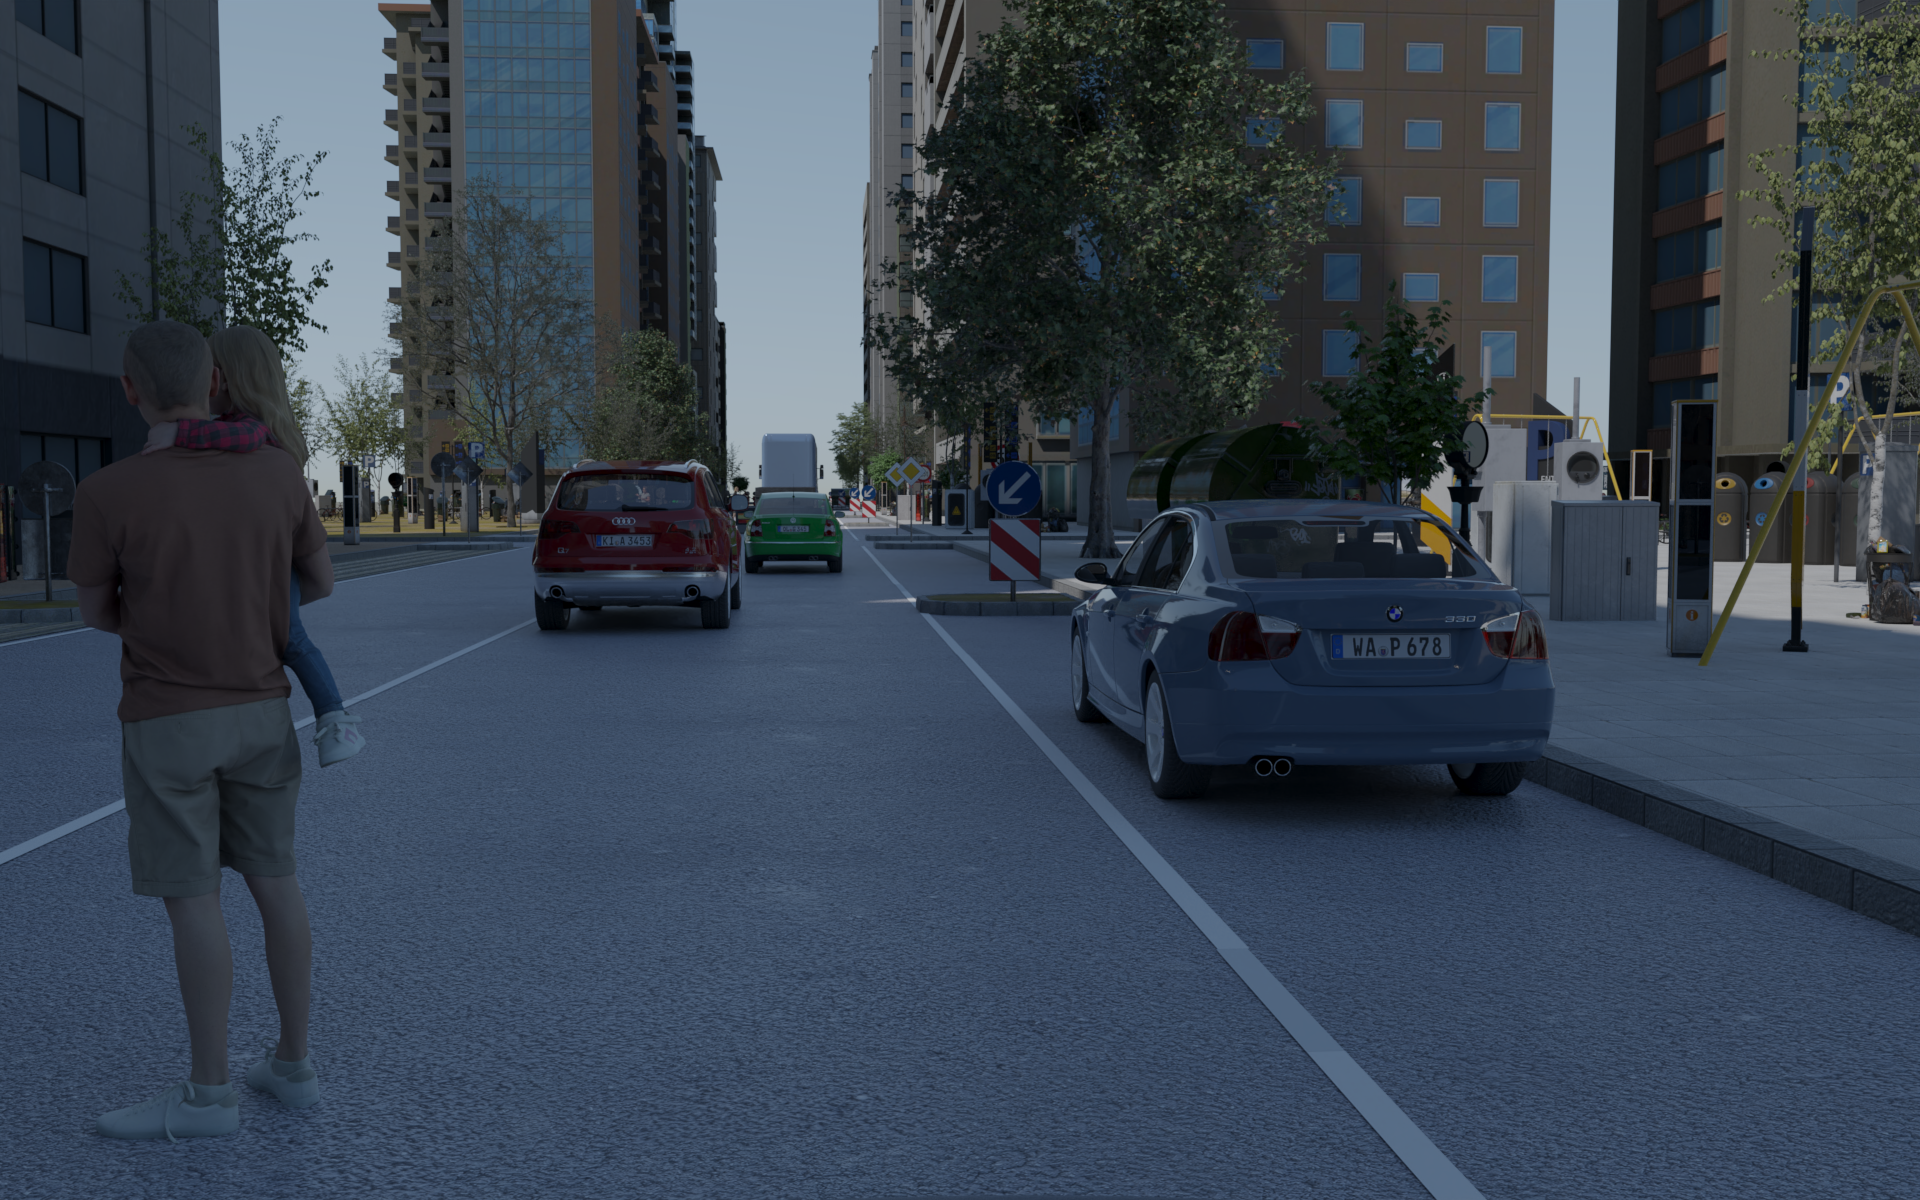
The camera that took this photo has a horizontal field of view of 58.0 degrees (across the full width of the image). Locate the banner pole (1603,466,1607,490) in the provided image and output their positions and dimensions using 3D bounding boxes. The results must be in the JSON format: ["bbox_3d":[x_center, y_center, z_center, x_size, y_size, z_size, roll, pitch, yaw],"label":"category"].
[{"bbox_3d":[49.776,-8.805,133.971,0.863,3.779,0.401,0,4,1],"label":"banner pole"}]

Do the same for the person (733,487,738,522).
[{"bbox_3d":[-11.808,-4.924,89.218,0.699,1.804,1.509,3,4,36],"label":"person"}]

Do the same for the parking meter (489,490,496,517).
[{"bbox_3d":[-26.372,-5.465,97.761,0.372,1.533,0.369,0,3,0],"label":"parking meter"}]

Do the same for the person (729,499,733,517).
[{"bbox_3d":[-8.699,-3.190,65.340,0.352,1.250,0.332,-3,4,-36],"label":"person"}]

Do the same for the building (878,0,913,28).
[{"bbox_3d":[1.673,-39.513,188.030,21.231,58.520,28.212,0,4,-5],"label":"building"}]

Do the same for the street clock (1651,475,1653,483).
[{"bbox_3d":[22.825,-3.254,57.766,0.471,2.002,0.358,1,4,14],"label":"street clock"}]

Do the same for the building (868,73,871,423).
[{"bbox_3d":[-1.478,-42.120,230.658,21.231,58.520,28.212,0,4,-5],"label":"building"}]

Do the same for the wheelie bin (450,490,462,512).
[{"bbox_3d":[-36.254,-7.157,124.932,0.693,1.594,0.980,2,4,31],"label":"wheelie bin"}]

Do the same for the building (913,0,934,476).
[{"bbox_3d":[10.127,-34.107,146.883,28.713,52.752,27.495,0,4,-5],"label":"building"}]

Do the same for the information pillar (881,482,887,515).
[{"bbox_3d":[-4.611,-6.158,105.170,0.304,2.012,0.304,-1,4,-14],"label":"information pillar"}]

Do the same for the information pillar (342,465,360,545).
[{"bbox_3d":[-15.300,-2.387,43.513,0.304,2.012,0.304,0,4,4],"label":"information pillar"}]

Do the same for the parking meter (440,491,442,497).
[{"bbox_3d":[-36.379,-6.936,121.817,0.372,1.533,0.369,0,3,0],"label":"parking meter"}]

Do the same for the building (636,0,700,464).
[{"bbox_3d":[-44.706,-55.885,226.383,22.319,86.520,31.000,0,4,-5],"label":"building"}]

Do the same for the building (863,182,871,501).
[{"bbox_3d":[-3.332,-38.658,255.755,21.300,48.544,21.600,0,4,-5],"label":"building"}]

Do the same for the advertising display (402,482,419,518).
[{"bbox_3d":[-29.941,-5.452,94.352,0.123,1.923,0.974,3,5,40],"label":"advertising display"}]

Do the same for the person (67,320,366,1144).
[{"bbox_3d":[-1.701,0.272,4.021,0.573,1.828,0.580,0,4,-6],"label":"person"}]

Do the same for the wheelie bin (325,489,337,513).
[{"bbox_3d":[-43.353,-6.810,119.250,0.980,1.594,0.693,3,4,36],"label":"wheelie bin"}]

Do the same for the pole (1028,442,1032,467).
[{"bbox_3d":[2.751,-4.549,68.211,0.158,3.312,0.155,0,3,0],"label":"pole"}]

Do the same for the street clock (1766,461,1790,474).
[{"bbox_3d":[17.903,-2.040,37.928,0.358,2.002,0.471,-2,4,-34],"label":"street clock"}]

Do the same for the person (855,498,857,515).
[{"bbox_3d":[-7.012,-6.307,115.895,0.425,1.301,0.394,1,4,13],"label":"person"}]

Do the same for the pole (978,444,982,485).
[{"bbox_3d":[0.815,-4.660,70.039,0.158,3.312,0.155,0,3,0],"label":"pole"}]

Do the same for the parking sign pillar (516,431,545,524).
[{"bbox_3d":[-18.472,-5.287,74.908,1.447,3.967,1.447,-3,5,-44],"label":"parking sign pillar"}]

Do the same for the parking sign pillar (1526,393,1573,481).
[{"bbox_3d":[15.610,-3.499,45.684,1.447,3.967,1.447,-3,4,-38],"label":"parking sign pillar"}]

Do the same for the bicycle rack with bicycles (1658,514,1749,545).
[{"bbox_3d":[18.715,-1.836,43.400,2.852,0.926,2.925,-3,4,-37],"label":"bicycle rack with bicycles"}]

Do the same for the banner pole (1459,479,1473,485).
[{"bbox_3d":[16.370,-3.990,55.247,0.863,3.779,0.401,0,4,5],"label":"banner pole"}]

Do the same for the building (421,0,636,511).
[{"bbox_3d":[-32.458,-29.560,133.409,14.600,45.320,14.200,0,4,-5],"label":"building"}]

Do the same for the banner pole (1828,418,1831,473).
[{"bbox_3d":[28.511,-4.089,56.869,0.401,3.779,0.863,2,4,31],"label":"banner pole"}]

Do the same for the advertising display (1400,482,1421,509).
[{"bbox_3d":[11.180,-2.254,42.065,0.974,1.923,0.123,2,4,28],"label":"advertising display"}]

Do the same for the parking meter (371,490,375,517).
[{"bbox_3d":[-32.755,-5.383,96.421,0.372,1.533,0.369,0,3,0],"label":"parking meter"}]

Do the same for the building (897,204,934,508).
[{"bbox_3d":[0.827,-24.215,167.622,14.160,30.474,14.107,0,4,-5],"label":"building"}]

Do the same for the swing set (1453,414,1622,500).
[{"bbox_3d":[11.534,-2.256,34.513,3.119,2.851,2.862,-1,4,-22],"label":"swing set"}]

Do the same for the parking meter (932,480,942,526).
[{"bbox_3d":[-0.923,-3.911,69.661,0.255,1.863,0.399,-3,5,-45],"label":"parking meter"}]

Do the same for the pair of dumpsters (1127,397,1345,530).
[{"bbox_3d":[3.036,-1.035,19.423,1.574,2.255,4.437,0,4,-5],"label":"pair of dumpsters"}]

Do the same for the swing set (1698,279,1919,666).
[{"bbox_3d":[7.138,-0.851,11.530,2.862,2.851,3.119,0,4,-8],"label":"swing set"}]

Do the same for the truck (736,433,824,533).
[{"bbox_3d":[-7.280,-4.969,70.995,2.967,4.110,18.799,0,4,-3],"label":"truck"}]

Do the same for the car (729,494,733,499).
[{"bbox_3d":[-24.926,-11.138,191.699,1.945,1.707,3.694,0,4,-6],"label":"car"}]

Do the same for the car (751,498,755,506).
[{"bbox_3d":[-17.237,-8.757,152.210,2.155,1.783,4.494,0,4,-6],"label":"car"}]

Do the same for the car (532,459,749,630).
[{"bbox_3d":[-3.588,-0.685,19.873,2.281,1.827,5.304,0,4,-5],"label":"car"}]

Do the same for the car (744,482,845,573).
[{"bbox_3d":[-3.144,-1.472,32.862,1.959,1.807,4.718,0,4,-5],"label":"car"}]

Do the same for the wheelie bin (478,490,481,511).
[{"bbox_3d":[-35.222,-7.244,126.339,0.980,1.594,0.693,-1,4,-13],"label":"wheelie bin"}]

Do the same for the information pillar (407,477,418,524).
[{"bbox_3d":[-23.718,-4.314,75.030,0.304,2.012,0.304,2,4,29],"label":"information pillar"}]

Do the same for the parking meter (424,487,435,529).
[{"bbox_3d":[-19.407,-3.359,63.326,0.372,1.533,0.369,0,3,0],"label":"parking meter"}]

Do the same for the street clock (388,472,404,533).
[{"bbox_3d":[-18.761,-3.246,57.646,0.471,2.002,0.358,0,4,0],"label":"street clock"}]

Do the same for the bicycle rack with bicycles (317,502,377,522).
[{"bbox_3d":[-28.894,-4.156,81.337,2.925,0.926,2.852,-2,4,-28],"label":"bicycle rack with bicycles"}]

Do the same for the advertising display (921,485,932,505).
[{"bbox_3d":[-2.184,-6.841,117.065,0.974,1.923,0.123,-1,4,-14],"label":"advertising display"}]

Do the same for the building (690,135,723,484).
[{"bbox_3d":[-50.039,-40.823,256.690,28.713,52.752,27.495,0,4,-5],"label":"building"}]

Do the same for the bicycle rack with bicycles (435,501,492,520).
[{"bbox_3d":[-25.147,-4.467,86.414,2.925,0.926,2.852,0,4,6],"label":"bicycle rack with bicycles"}]

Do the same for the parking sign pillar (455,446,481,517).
[{"bbox_3d":[-27.405,-6.605,96.459,1.447,3.967,1.447,0,4,-2],"label":"parking sign pillar"}]

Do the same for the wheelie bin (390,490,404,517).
[{"bbox_3d":[-31.093,-5.376,95.803,0.693,1.594,0.980,-2,4,-30],"label":"wheelie bin"}]

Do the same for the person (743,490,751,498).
[{"bbox_3d":[-22.322,-10.494,180.037,1.348,1.831,0.705,-2,4,-27],"label":"person"}]

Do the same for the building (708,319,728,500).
[{"bbox_3d":[-44.942,-31.011,278.729,14.160,30.474,14.107,0,4,-5],"label":"building"}]

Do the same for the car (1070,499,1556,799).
[{"bbox_3d":[1.690,0.155,9.474,2.014,1.417,4.499,0,4,-4],"label":"car"}]

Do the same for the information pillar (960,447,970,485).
[{"bbox_3d":[0.228,-5.085,74.492,0.504,3.616,0.183,3,5,41],"label":"information pillar"}]

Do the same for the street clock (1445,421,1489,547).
[{"bbox_3d":[5.011,-0.773,17.201,0.471,2.002,0.358,-3,5,-40],"label":"street clock"}]
